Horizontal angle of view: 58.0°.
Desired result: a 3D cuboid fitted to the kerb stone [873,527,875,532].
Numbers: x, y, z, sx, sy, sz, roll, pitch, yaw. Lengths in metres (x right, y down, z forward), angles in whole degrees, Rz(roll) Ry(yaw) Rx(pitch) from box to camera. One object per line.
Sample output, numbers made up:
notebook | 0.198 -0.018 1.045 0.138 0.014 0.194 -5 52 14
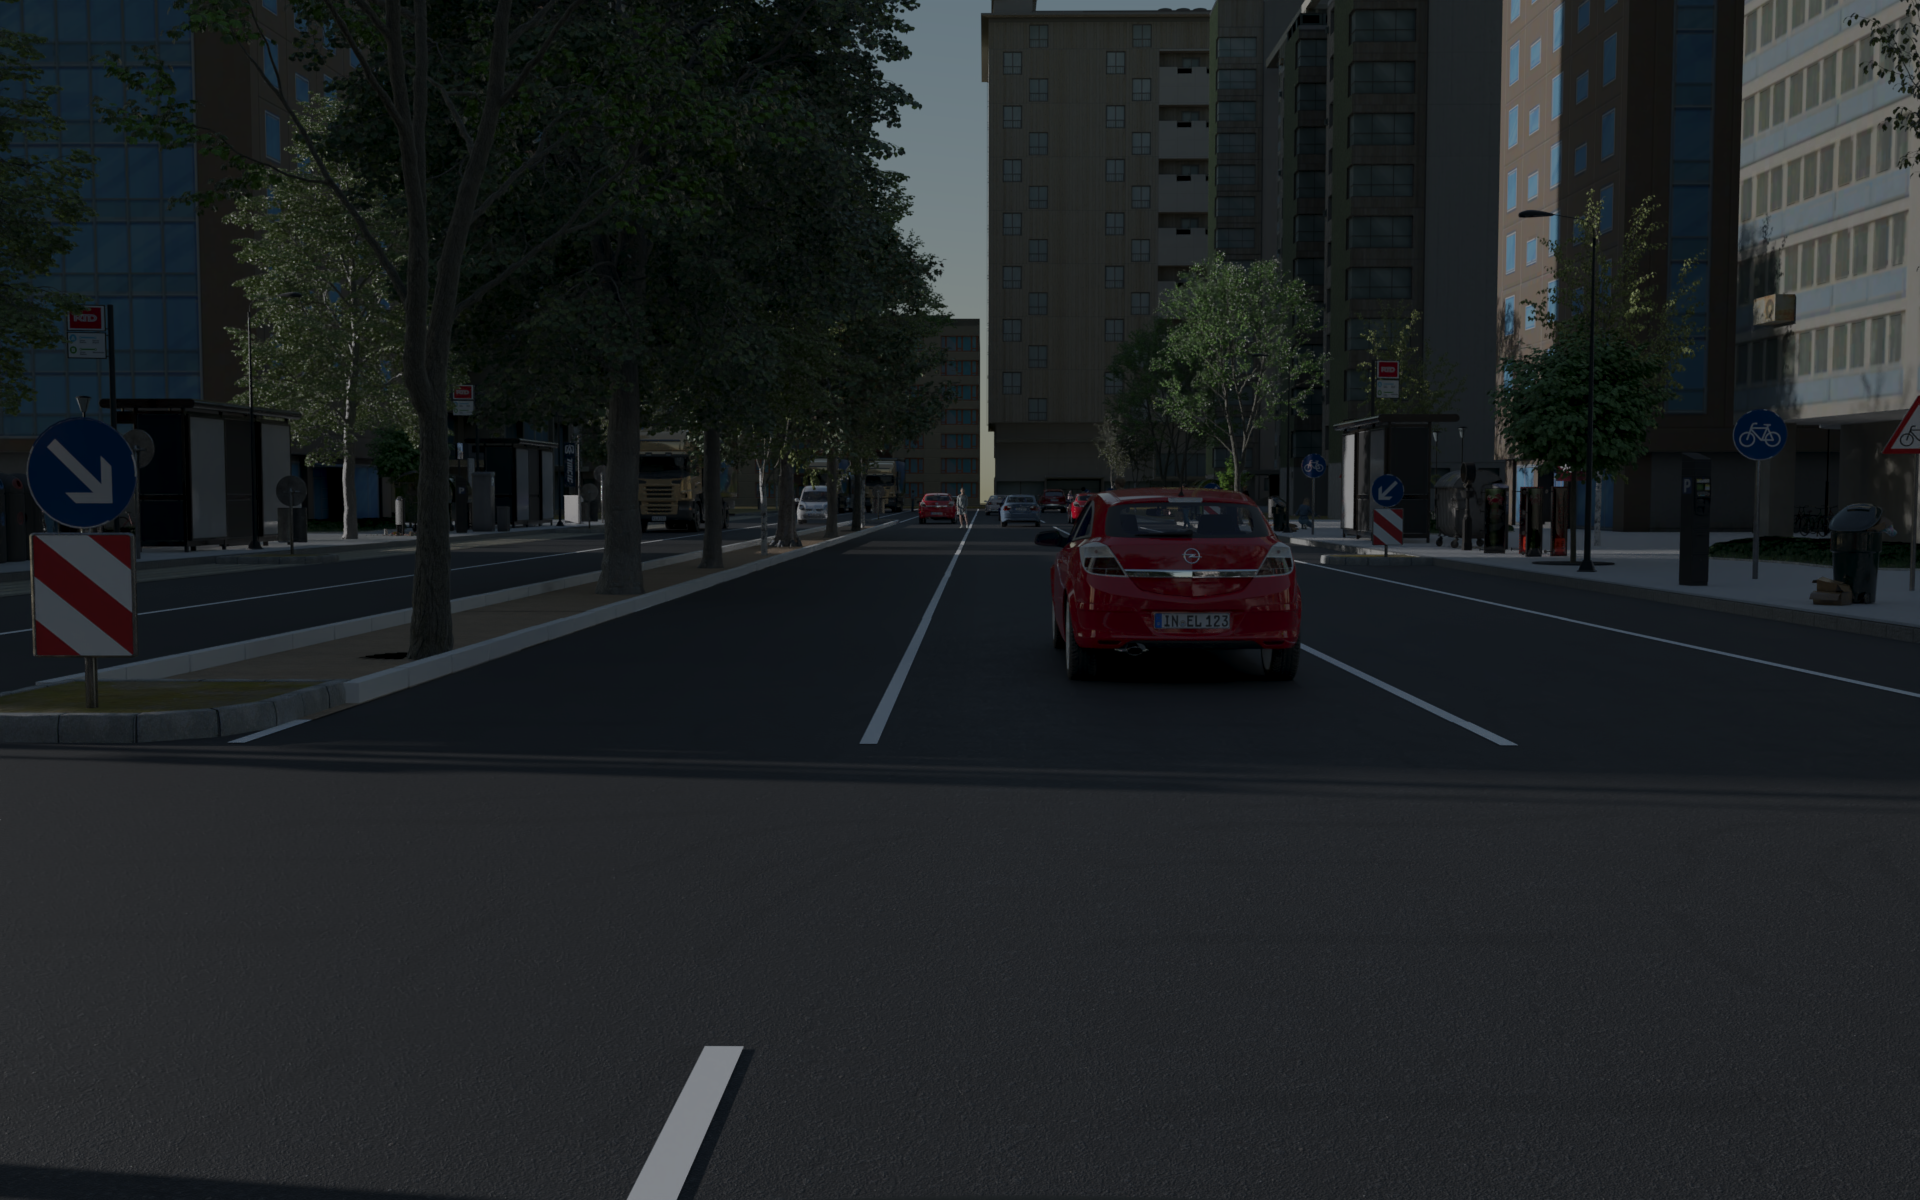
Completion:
kerb stone | -3.373 -2.592 64.575 0.120 0.150 1.000 0 4 1

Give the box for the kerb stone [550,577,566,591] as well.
kerb stone | -6.044 -0.206 25.621 0.120 0.150 1.000 0 4 1

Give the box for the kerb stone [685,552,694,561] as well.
kerb stone | -5.873 -0.898 36.889 0.120 0.150 1.000 0 4 1

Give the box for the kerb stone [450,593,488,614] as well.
kerb stone | -6.101 0.041 21.524 0.120 0.150 1.000 0 4 1

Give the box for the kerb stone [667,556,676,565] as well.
kerb stone | -5.906 -0.774 34.844 0.120 0.150 1.000 0 4 1

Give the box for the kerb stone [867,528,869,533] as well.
kerb stone | -3.408 -2.402 61.503 0.120 0.150 1.000 0 4 1

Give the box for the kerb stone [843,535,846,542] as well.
kerb stone | -3.560 -1.774 51.245 0.120 0.150 1.000 0 4 1

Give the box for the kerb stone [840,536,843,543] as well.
kerb stone | -3.577 -1.713 50.213 0.120 0.150 1.000 0 4 1

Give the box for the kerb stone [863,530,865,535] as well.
kerb stone | -3.441 -2.278 59.451 0.120 0.150 1.000 0 4 1

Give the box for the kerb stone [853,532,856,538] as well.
kerb stone | -3.508 -2.027 55.343 0.120 0.150 1.000 0 4 1

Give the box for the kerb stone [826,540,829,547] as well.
kerb stone | -3.652 -1.462 46.100 0.120 0.150 1.000 0 4 1

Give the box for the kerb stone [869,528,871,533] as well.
kerb stone | -3.408 -2.462 62.526 0.120 0.150 1.000 0 4 1

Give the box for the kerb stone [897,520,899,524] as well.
kerb stone | -3.100 -3.654 81.999 0.120 0.150 1.000 0 4 1

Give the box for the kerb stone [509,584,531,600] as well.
kerb stone | -6.069 -0.084 23.576 0.120 0.150 1.000 0 4 1

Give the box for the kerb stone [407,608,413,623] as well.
kerb stone | -6.135 0.166 19.477 0.120 0.150 1.000 0 4 1

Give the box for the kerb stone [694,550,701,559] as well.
kerb stone | -5.864 -0.961 37.912 0.120 0.150 1.000 0 4 1

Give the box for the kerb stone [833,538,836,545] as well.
kerb stone | -3.608 -1.587 48.159 0.120 0.150 1.000 0 4 1

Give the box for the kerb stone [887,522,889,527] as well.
kerb stone | -3.231 -3.147 73.807 0.120 0.150 1.000 0 4 1

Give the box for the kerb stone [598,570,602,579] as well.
kerb stone | -5.990 -0.398 28.704 0.120 0.150 1.000 0 4 1

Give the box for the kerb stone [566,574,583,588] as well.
kerb stone | -6.023 -0.273 26.655 0.120 0.150 1.000 0 4 1

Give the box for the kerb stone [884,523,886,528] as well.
kerb stone | -3.263 -3.031 71.756 0.120 0.150 1.000 0 4 1

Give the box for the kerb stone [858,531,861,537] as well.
kerb stone | -3.473 -2.151 57.394 0.120 0.150 1.000 0 4 1

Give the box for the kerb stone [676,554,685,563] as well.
kerb stone | -5.891 -0.834 35.868 0.120 0.150 1.000 0 4 1

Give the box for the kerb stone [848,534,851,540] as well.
kerb stone | -3.532 -1.902 53.295 0.120 0.150 1.000 0 4 1

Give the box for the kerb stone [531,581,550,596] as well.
kerb stone | -6.052 -0.147 24.599 0.120 0.150 1.000 0 4 1

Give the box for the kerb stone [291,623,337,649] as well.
kerb stone | -6.175 0.354 16.404 0.120 0.150 1.000 0 4 1

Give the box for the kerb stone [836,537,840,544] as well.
kerb stone | -3.593 -1.651 49.181 0.120 0.150 1.000 0 4 1

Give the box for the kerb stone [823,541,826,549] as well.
kerb stone | -3.654 -1.394 45.078 0.120 0.150 1.000 0 4 1

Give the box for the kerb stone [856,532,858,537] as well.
kerb stone | -3.486 -2.088 56.366 0.120 0.150 1.000 0 4 1

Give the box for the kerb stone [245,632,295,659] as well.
kerb stone | -6.190 0.417 15.382 0.120 0.150 1.000 0 4 1

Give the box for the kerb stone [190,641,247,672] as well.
kerb stone | -6.206 0.479 14.360 0.120 0.150 1.000 0 4 1

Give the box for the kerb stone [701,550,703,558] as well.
kerb stone | -5.845 -1.024 38.934 0.120 0.150 1.000 0 4 1

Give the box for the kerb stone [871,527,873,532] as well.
kerb stone | -3.384 -2.529 63.552 0.120 0.150 1.000 0 4 1

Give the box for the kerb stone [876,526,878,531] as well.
kerb stone | -3.336 -2.715 66.621 0.120 0.150 1.000 0 4 1

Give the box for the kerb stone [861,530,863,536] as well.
kerb stone | -3.455 -2.216 58.429 0.120 0.150 1.000 0 4 1

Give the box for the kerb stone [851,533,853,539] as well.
kerb stone | -3.520 -1.965 54.321 0.120 0.150 1.000 0 4 1

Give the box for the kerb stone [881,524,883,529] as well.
kerb stone | -3.291 -2.902 69.706 0.120 0.150 1.000 0 4 1

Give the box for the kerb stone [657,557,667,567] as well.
kerb stone | -5.925 -0.710 33.822 0.120 0.150 1.000 0 4 1

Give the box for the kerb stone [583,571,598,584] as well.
kerb stone | -6.006 -0.335 27.679 0.120 0.150 1.000 0 4 1

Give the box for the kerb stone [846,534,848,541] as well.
kerb stone | -3.545 -1.839 52.270 0.120 0.150 1.000 0 4 1

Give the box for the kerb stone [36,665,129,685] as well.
kerb stone | -6.237 0.604 12.313 0.120 0.150 1.000 0 4 1

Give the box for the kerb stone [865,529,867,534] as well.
kerb stone | -3.421 -2.341 60.473 0.120 0.150 1.000 0 4 1

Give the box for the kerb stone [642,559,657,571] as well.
kerb stone | -5.933 -0.645 32.800 0.120 0.150 1.000 0 4 1

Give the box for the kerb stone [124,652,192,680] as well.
kerb stone | -6.228 0.542 13.338 0.120 0.150 1.000 0 4 1

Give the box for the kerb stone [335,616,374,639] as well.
kerb stone | -6.159 0.292 17.426 0.120 0.150 1.000 0 4 1

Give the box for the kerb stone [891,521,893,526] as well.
kerb stone | -3.187 -3.343 76.880 0.120 0.150 1.000 0 4 1

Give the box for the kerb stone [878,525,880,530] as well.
kerb stone | -3.319 -2.780 67.646 0.120 0.150 1.000 0 4 1

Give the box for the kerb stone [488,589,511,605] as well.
kerb stone | -6.085 -0.019 22.554 0.120 0.150 1.000 0 4 1

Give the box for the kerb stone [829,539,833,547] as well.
kerb stone | -3.628 -1.525 47.131 0.120 0.150 1.000 0 4 1

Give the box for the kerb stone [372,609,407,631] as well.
kerb stone | -6.146 0.229 18.453 0.120 0.150 1.000 0 4 1
